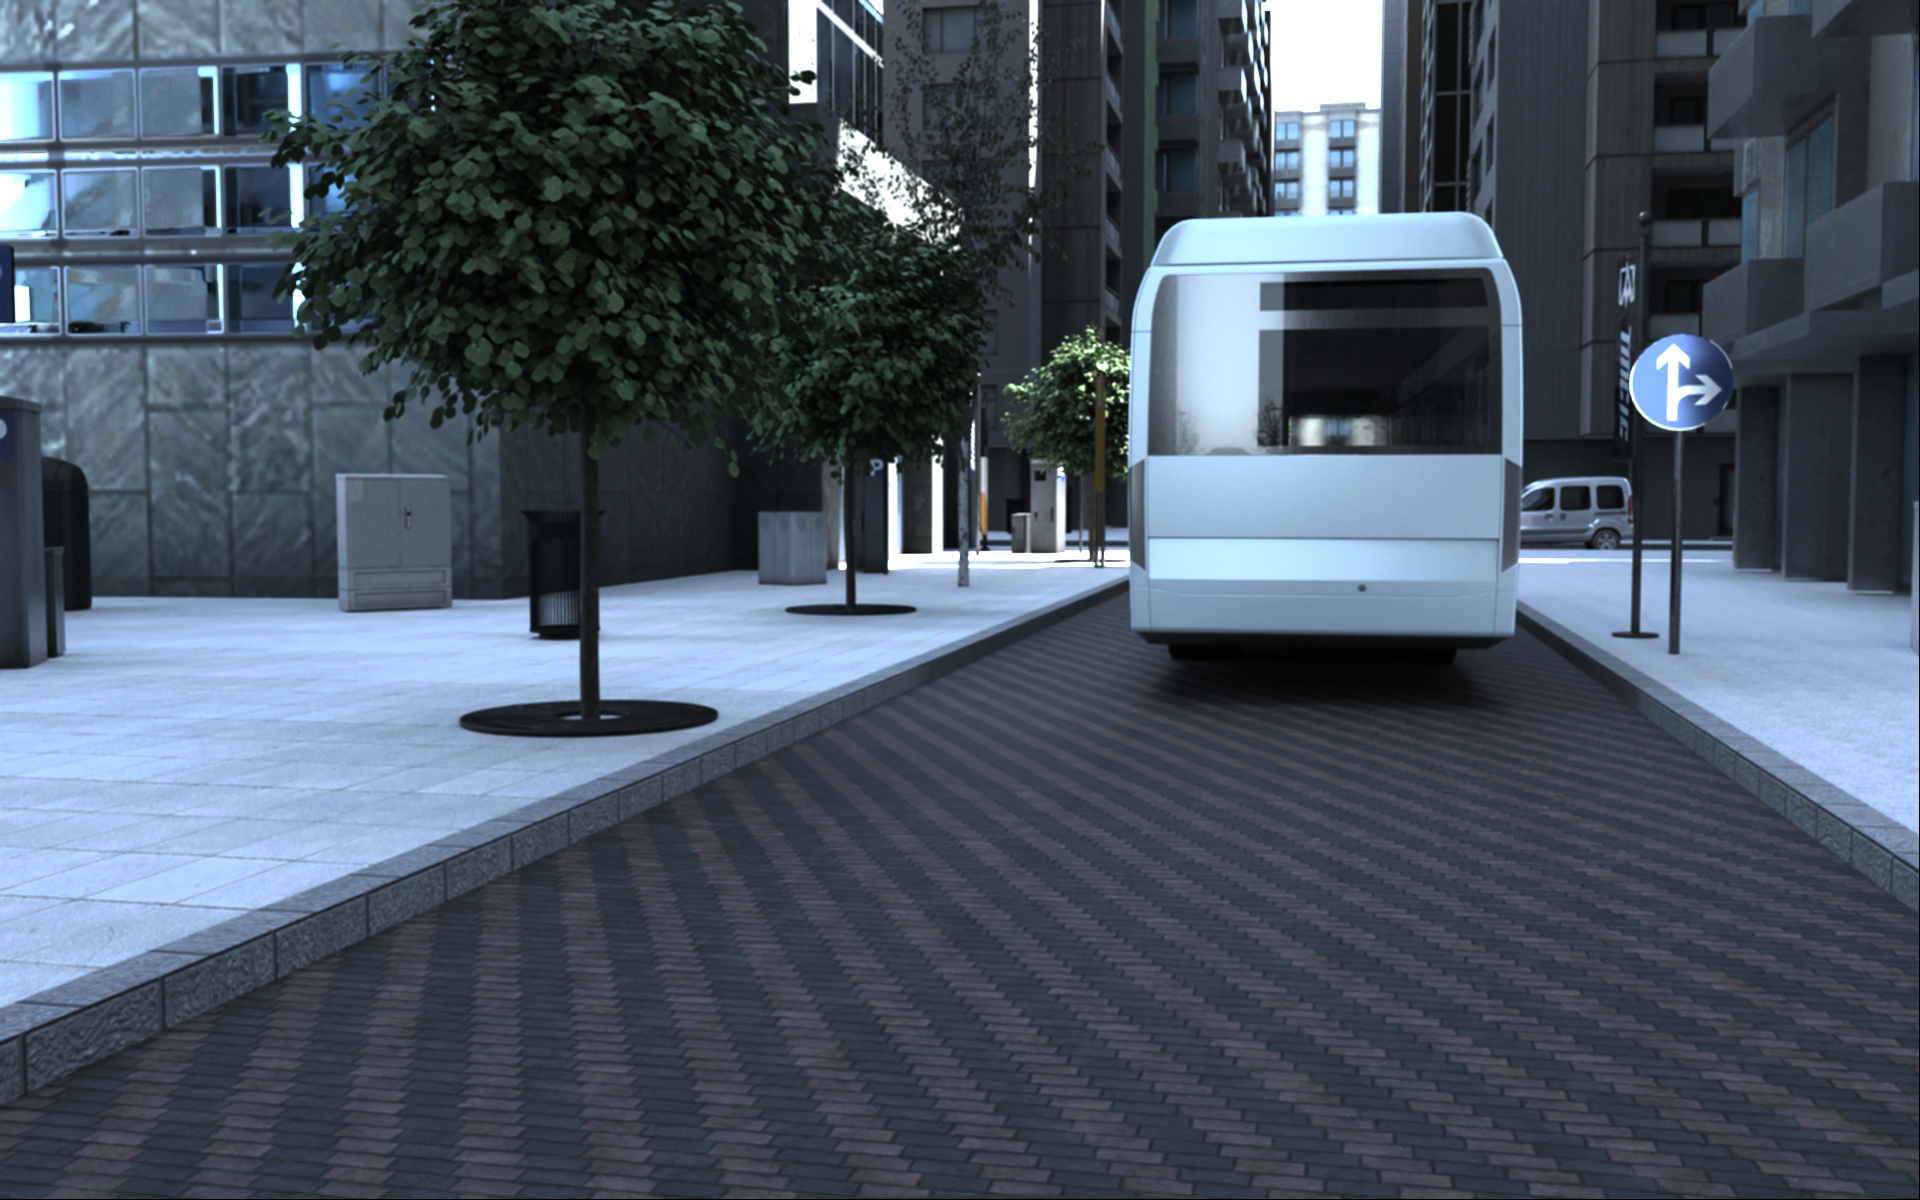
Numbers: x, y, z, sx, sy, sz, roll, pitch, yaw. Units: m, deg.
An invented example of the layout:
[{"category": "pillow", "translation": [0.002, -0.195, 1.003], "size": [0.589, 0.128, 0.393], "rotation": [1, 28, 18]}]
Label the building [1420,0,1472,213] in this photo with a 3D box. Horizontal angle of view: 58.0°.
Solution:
[{"category": "building", "translation": [37.298, -40.881, 106.655], "size": [20.563, 71.187, 20.611], "rotation": [1, 4, 12]}]

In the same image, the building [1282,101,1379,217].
[{"category": "building", "translation": [46.927, -36.366, 214.198], "size": [30.456, 49.044, 23.786], "rotation": [1, 4, 12]}]

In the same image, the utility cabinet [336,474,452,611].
[{"category": "utility cabinet", "translation": [-6.242, -0.640, 19.146], "size": [1.173, 1.500, 0.318], "rotation": [-3, 5, -40]}]

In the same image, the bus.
[{"category": "bus", "translation": [3.599, -1.414, 17.983], "size": [2.948, 3.499, 13.247], "rotation": [1, 4, 10]}]

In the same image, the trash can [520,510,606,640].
[{"category": "trash can", "translation": [-3.526, -0.231, 15.429], "size": [0.748, 1.137, 0.748], "rotation": [0, 3, 0]}]

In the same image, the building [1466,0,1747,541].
[{"category": "building", "translation": [22.993, -22.513, 51.683], "size": [14.086, 41.232, 14.154], "rotation": [1, 4, 12]}]

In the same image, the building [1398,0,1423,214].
[{"category": "building", "translation": [39.858, -29.263, 128.568], "size": [14.600, 45.320, 14.200], "rotation": [1, 4, 12]}]

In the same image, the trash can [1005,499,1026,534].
[{"category": "trash can", "translation": [1.781, -2.684, 55.533], "size": [0.748, 1.137, 0.748], "rotation": [0, 3, 0]}]

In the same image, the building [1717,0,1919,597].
[{"category": "building", "translation": [21.355, -24.313, 17.125], "size": [23.786, 49.044, 30.456], "rotation": [1, 4, 12]}]

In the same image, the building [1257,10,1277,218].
[{"category": "building", "translation": [21.801, -31.195, 160.140], "size": [14.600, 45.320, 14.200], "rotation": [1, 4, 12]}]

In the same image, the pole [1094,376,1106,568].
[{"category": "pole", "translation": [2.432, -2.215, 30.055], "size": [0.158, 3.312, 0.155], "rotation": [0, 3, 0]}]

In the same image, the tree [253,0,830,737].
[{"category": "tree", "translation": [-2.027, -1.587, 9.653], "size": [4.285, 4.588, 4.351], "rotation": [0, 3, 0]}]

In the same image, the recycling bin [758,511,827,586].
[{"category": "recycling bin", "translation": [-2.392, -0.745, 24.735], "size": [0.722, 1.027, 0.722], "rotation": [3, 4, 38]}]

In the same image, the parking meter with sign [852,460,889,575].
[{"category": "parking meter with sign", "translation": [-1.424, -1.960, 28.313], "size": [0.543, 3.016, 1.738], "rotation": [-1, 4, -17]}]

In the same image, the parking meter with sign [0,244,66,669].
[{"category": "parking meter with sign", "translation": [-7.116, -1.019, 12.914], "size": [0.543, 3.016, 1.738], "rotation": [-1, 4, -16]}]

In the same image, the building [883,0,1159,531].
[{"category": "building", "translation": [-0.287, -23.306, 64.652], "size": [14.154, 41.232, 14.086], "rotation": [1, 4, 12]}]

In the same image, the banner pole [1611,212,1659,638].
[{"category": "banner pole", "translation": [6.075, -1.570, 15.695], "size": [0.401, 3.779, 0.863], "rotation": [0, 4, 0]}]

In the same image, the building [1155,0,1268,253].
[{"category": "building", "translation": [12.857, -31.750, 138.726], "size": [23.786, 49.044, 30.456], "rotation": [1, 4, 12]}]

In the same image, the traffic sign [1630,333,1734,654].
[{"category": "traffic sign", "translation": [5.735, -0.839, 13.830], "size": [0.768, 2.556, 0.104], "rotation": [1, 4, 18]}]

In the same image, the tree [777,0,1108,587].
[{"category": "tree", "translation": [-0.190, -4.491, 23.787], "size": [4.360, 8.622, 3.978], "rotation": [0, 3, 0]}]

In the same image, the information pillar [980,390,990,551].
[{"category": "information pillar", "translation": [0.549, -2.909, 38.915], "size": [0.183, 3.616, 0.504], "rotation": [1, 4, 10]}]

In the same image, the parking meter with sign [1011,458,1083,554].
[{"category": "parking meter with sign", "translation": [1.901, -2.510, 37.301], "size": [1.738, 3.016, 0.543], "rotation": [2, 4, 35]}]

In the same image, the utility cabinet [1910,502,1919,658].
[{"category": "utility cabinet", "translation": [7.864, -0.169, 13.929], "size": [0.306, 1.237, 1.020], "rotation": [2, 4, 25]}]

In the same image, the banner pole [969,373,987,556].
[{"category": "banner pole", "translation": [0.306, -2.796, 35.729], "size": [0.401, 3.779, 0.863], "rotation": [1, 4, 16]}]

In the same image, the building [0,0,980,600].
[{"category": "building", "translation": [-17.042, -43.955, 31.332], "size": [31.000, 86.520, 22.319], "rotation": [1, 4, 12]}]

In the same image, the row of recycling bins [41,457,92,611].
[{"category": "row of recycling bins", "translation": [-10.577, -0.660, 17.907], "size": [1.069, 1.692, 3.534], "rotation": [1, 4, 22]}]

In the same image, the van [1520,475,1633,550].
[{"category": "van", "translation": [14.036, -2.120, 41.678], "size": [4.112, 2.044, 2.013], "rotation": [1, 4, 13]}]

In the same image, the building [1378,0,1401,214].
[{"category": "building", "translation": [53.384, -38.813, 176.583], "size": [21.231, 58.520, 28.212], "rotation": [1, 4, 12]}]

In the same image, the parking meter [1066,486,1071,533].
[{"category": "parking meter", "translation": [3.456, -2.950, 56.638], "size": [0.372, 1.533, 0.369], "rotation": [0, 3, 0]}]
